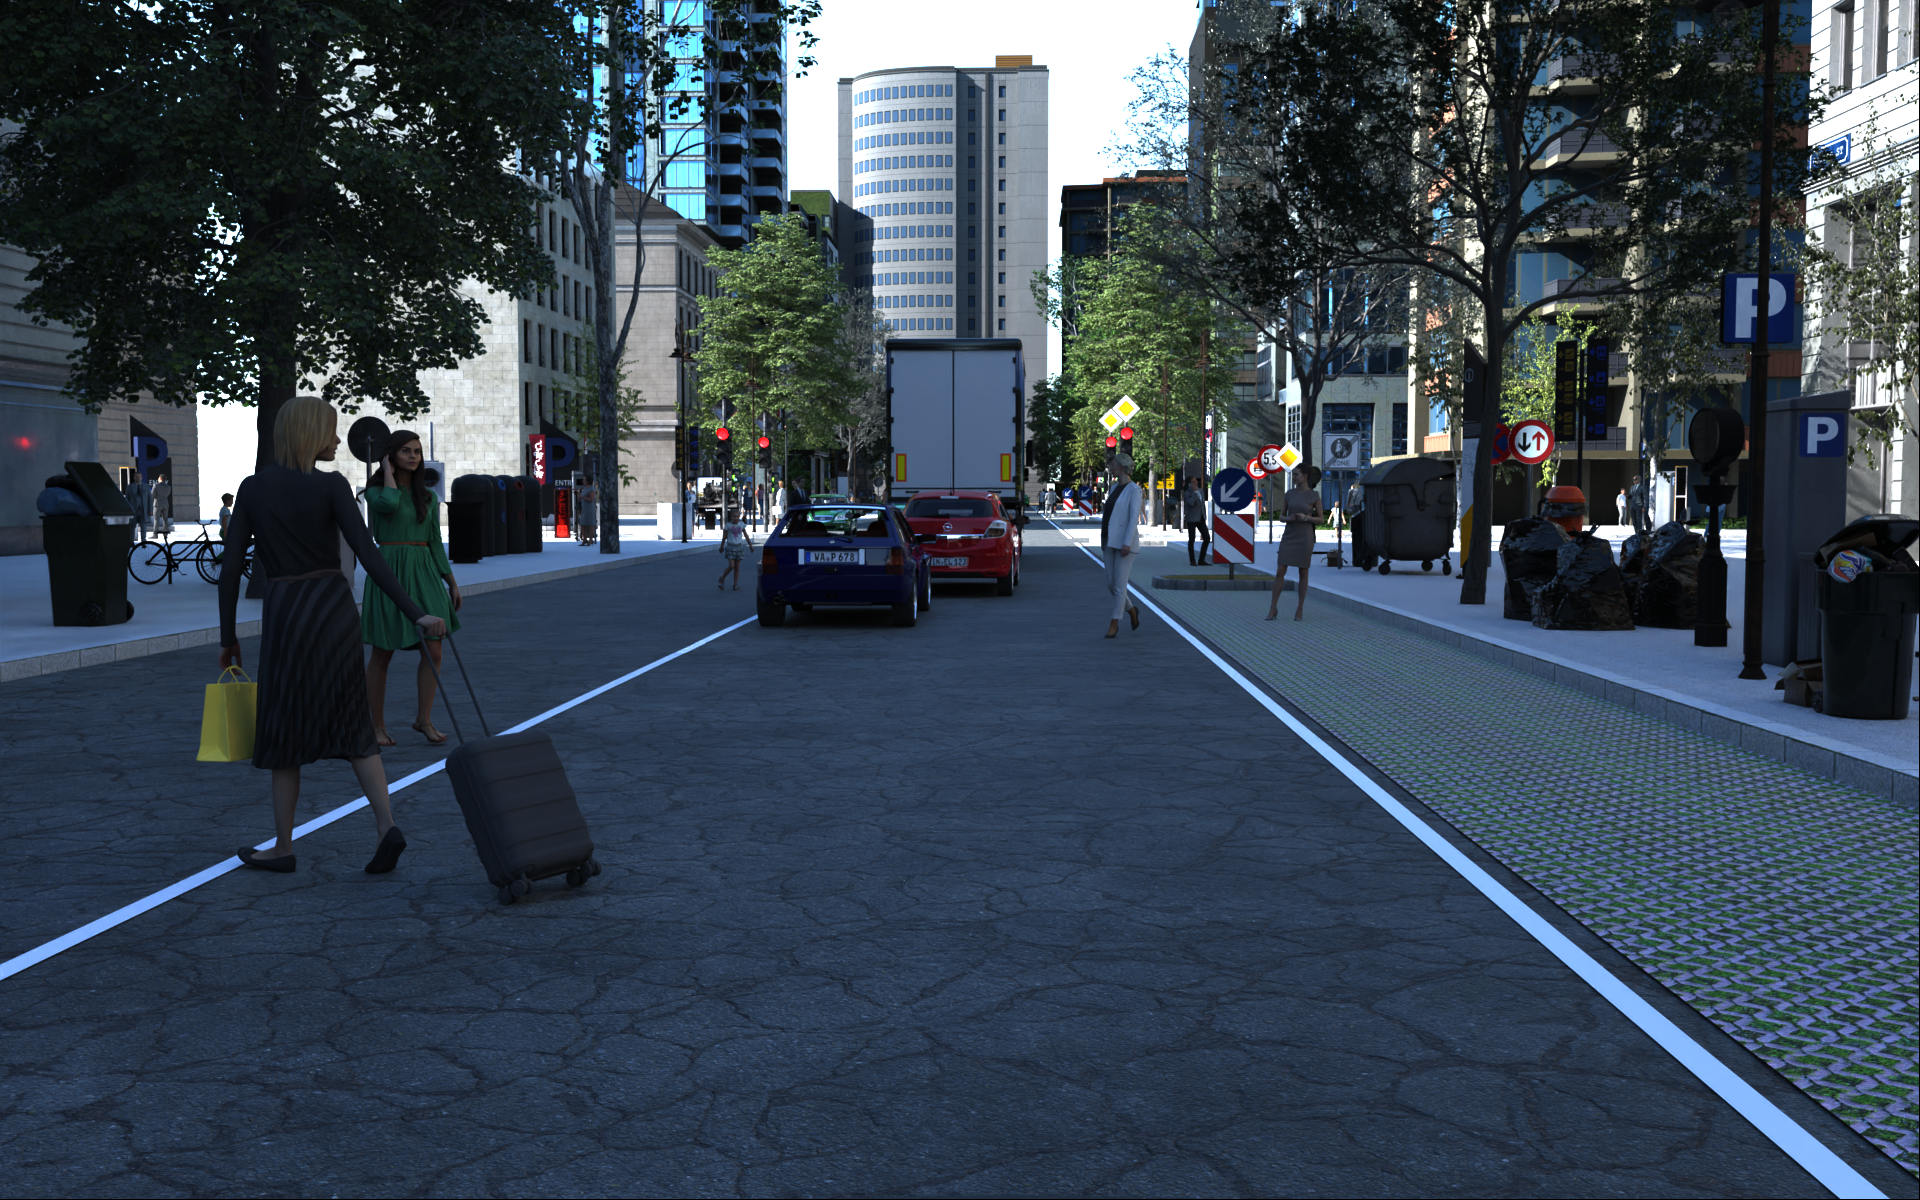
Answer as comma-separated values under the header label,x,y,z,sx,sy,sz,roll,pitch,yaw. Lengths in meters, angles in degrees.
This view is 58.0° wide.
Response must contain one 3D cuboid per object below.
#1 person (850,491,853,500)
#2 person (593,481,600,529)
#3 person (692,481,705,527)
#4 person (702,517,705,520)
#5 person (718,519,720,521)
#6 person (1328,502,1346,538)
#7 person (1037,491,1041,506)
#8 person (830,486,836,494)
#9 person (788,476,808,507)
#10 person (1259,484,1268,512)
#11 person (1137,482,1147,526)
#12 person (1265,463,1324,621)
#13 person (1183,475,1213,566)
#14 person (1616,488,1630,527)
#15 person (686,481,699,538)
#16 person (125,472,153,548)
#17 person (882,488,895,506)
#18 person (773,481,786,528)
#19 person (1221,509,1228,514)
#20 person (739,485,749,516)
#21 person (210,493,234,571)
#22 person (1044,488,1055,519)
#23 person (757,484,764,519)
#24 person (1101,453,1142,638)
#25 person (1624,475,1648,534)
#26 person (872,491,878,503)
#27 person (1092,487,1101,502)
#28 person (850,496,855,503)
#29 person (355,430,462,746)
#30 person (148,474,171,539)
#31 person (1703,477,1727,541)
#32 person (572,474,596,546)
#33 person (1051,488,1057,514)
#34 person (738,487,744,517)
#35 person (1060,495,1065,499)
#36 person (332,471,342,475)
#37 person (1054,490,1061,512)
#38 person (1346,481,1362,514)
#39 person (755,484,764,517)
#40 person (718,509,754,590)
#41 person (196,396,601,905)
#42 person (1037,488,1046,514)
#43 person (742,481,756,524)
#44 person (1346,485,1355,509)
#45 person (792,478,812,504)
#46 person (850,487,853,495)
label,x,y,z,sx,sy,sz,roll,pitch,yaw
person,-7.397,-6.572,116.098,0.503,1.515,0.523,-1,4,-10
person,-13.297,-3.461,63.175,0.519,1.759,0.362,-1,4,-23
person,-10.335,-3.794,68.180,0.694,1.812,0.767,1,4,21
person,-12.704,-4.822,84.687,0.655,1.846,0.447,0,4,-6
person,-11.335,-4.697,83.068,0.641,1.798,0.478,2,4,25
person,11.120,-2.297,51.077,0.505,1.210,0.382,0,4,-5
person,9.140,-11.500,196.536,1.348,1.822,0.705,-3,5,-45
person,-6.621,-5.063,89.662,0.643,1.720,0.563,1,4,19
person,-3.597,-1.912,39.533,0.659,1.850,0.755,-3,5,-44
person,15.981,-5.221,91.430,0.581,1.822,0.654,-1,4,-12
person,7.318,-3.901,70.162,0.599,1.781,0.374,-1,4,-16
person,3.760,-0.650,19.473,0.599,1.781,0.374,2,4,27
person,4.717,-1.572,34.389,0.592,1.802,0.473,-1,4,-19
person,25.676,-3.574,67.069,0.523,1.515,0.503,2,4,30
person,-8.396,-2.766,53.745,0.581,1.822,0.654,-2,4,-35
person,-19.542,-2.141,41.142,0.694,1.812,0.767,-2,4,-29
person,-1.925,-2.282,45.910,0.778,1.811,0.616,2,4,27
person,-6.788,-3.642,65.934,0.624,1.780,0.694,2,4,25
person,17.020,-6.448,111.375,0.836,1.842,0.656,-2,4,-35
person,-12.386,-5.729,100.071,0.624,1.780,0.694,2,4,35
person,-12.240,-1.133,28.817,0.306,1.304,0.590,2,4,35
person,5.196,-5.661,101.259,0.606,1.804,0.583,-1,4,-21
person,-10.250,-5.099,89.418,0.388,1.821,0.555,3,4,36
person,1.666,-0.558,17.501,0.514,1.842,0.818,3,4,39
person,18.677,-2.549,47.896,0.590,1.801,0.661,-2,4,-27
person,-10.612,-12.552,213.360,1.348,1.869,0.705,-2,4,-24
person,9.549,-7.045,121.398,0.661,1.801,0.590,0,4,0
person,-6.105,-5.269,97.696,1.012,1.151,0.738,2,4,32
person,-3.169,-0.069,9.880,0.529,1.795,0.600,2,4,32
person,-23.048,-2.689,49.819,0.447,1.846,0.655,2,4,35
person,19.921,-2.409,45.693,0.793,1.790,0.793,1,4,22
person,-9.283,-2.218,42.663,0.532,1.782,0.716,-2,4,-35
person,6.188,-6.518,114.919,0.661,1.843,0.795,-3,4,-37
person,-12.425,-5.582,97.428,0.709,1.813,0.853,-2,4,-30
person,12.930,-12.506,213.058,1.350,1.814,0.705,-1,4,-20
person,-13.005,-1.826,36.320,0.534,1.772,0.576,0,4,1
person,7.446,-7.714,135.405,0.721,1.735,1.217,-3,5,-40
person,15.891,-3.866,69.435,0.709,1.800,0.728,-3,4,-38
person,-10.916,-5.451,95.136,0.573,1.828,0.580,2,4,24
person,-3.353,-0.759,25.926,0.505,1.210,0.382,-2,4,-27
person,-2.126,0.144,6.363,1.509,1.804,0.699,2,4,31
person,5.859,-7.027,123.244,0.795,1.843,0.661,-3,5,-45
person,-9.090,-4.188,74.534,0.581,1.822,0.654,-1,4,-10
person,21.460,-5.434,95.071,0.592,1.802,0.473,-1,4,-13
person,-4.375,-2.351,46.724,0.659,1.850,0.755,3,5,41
person,-8.320,-7.622,130.846,0.473,1.802,0.592,0,4,2
